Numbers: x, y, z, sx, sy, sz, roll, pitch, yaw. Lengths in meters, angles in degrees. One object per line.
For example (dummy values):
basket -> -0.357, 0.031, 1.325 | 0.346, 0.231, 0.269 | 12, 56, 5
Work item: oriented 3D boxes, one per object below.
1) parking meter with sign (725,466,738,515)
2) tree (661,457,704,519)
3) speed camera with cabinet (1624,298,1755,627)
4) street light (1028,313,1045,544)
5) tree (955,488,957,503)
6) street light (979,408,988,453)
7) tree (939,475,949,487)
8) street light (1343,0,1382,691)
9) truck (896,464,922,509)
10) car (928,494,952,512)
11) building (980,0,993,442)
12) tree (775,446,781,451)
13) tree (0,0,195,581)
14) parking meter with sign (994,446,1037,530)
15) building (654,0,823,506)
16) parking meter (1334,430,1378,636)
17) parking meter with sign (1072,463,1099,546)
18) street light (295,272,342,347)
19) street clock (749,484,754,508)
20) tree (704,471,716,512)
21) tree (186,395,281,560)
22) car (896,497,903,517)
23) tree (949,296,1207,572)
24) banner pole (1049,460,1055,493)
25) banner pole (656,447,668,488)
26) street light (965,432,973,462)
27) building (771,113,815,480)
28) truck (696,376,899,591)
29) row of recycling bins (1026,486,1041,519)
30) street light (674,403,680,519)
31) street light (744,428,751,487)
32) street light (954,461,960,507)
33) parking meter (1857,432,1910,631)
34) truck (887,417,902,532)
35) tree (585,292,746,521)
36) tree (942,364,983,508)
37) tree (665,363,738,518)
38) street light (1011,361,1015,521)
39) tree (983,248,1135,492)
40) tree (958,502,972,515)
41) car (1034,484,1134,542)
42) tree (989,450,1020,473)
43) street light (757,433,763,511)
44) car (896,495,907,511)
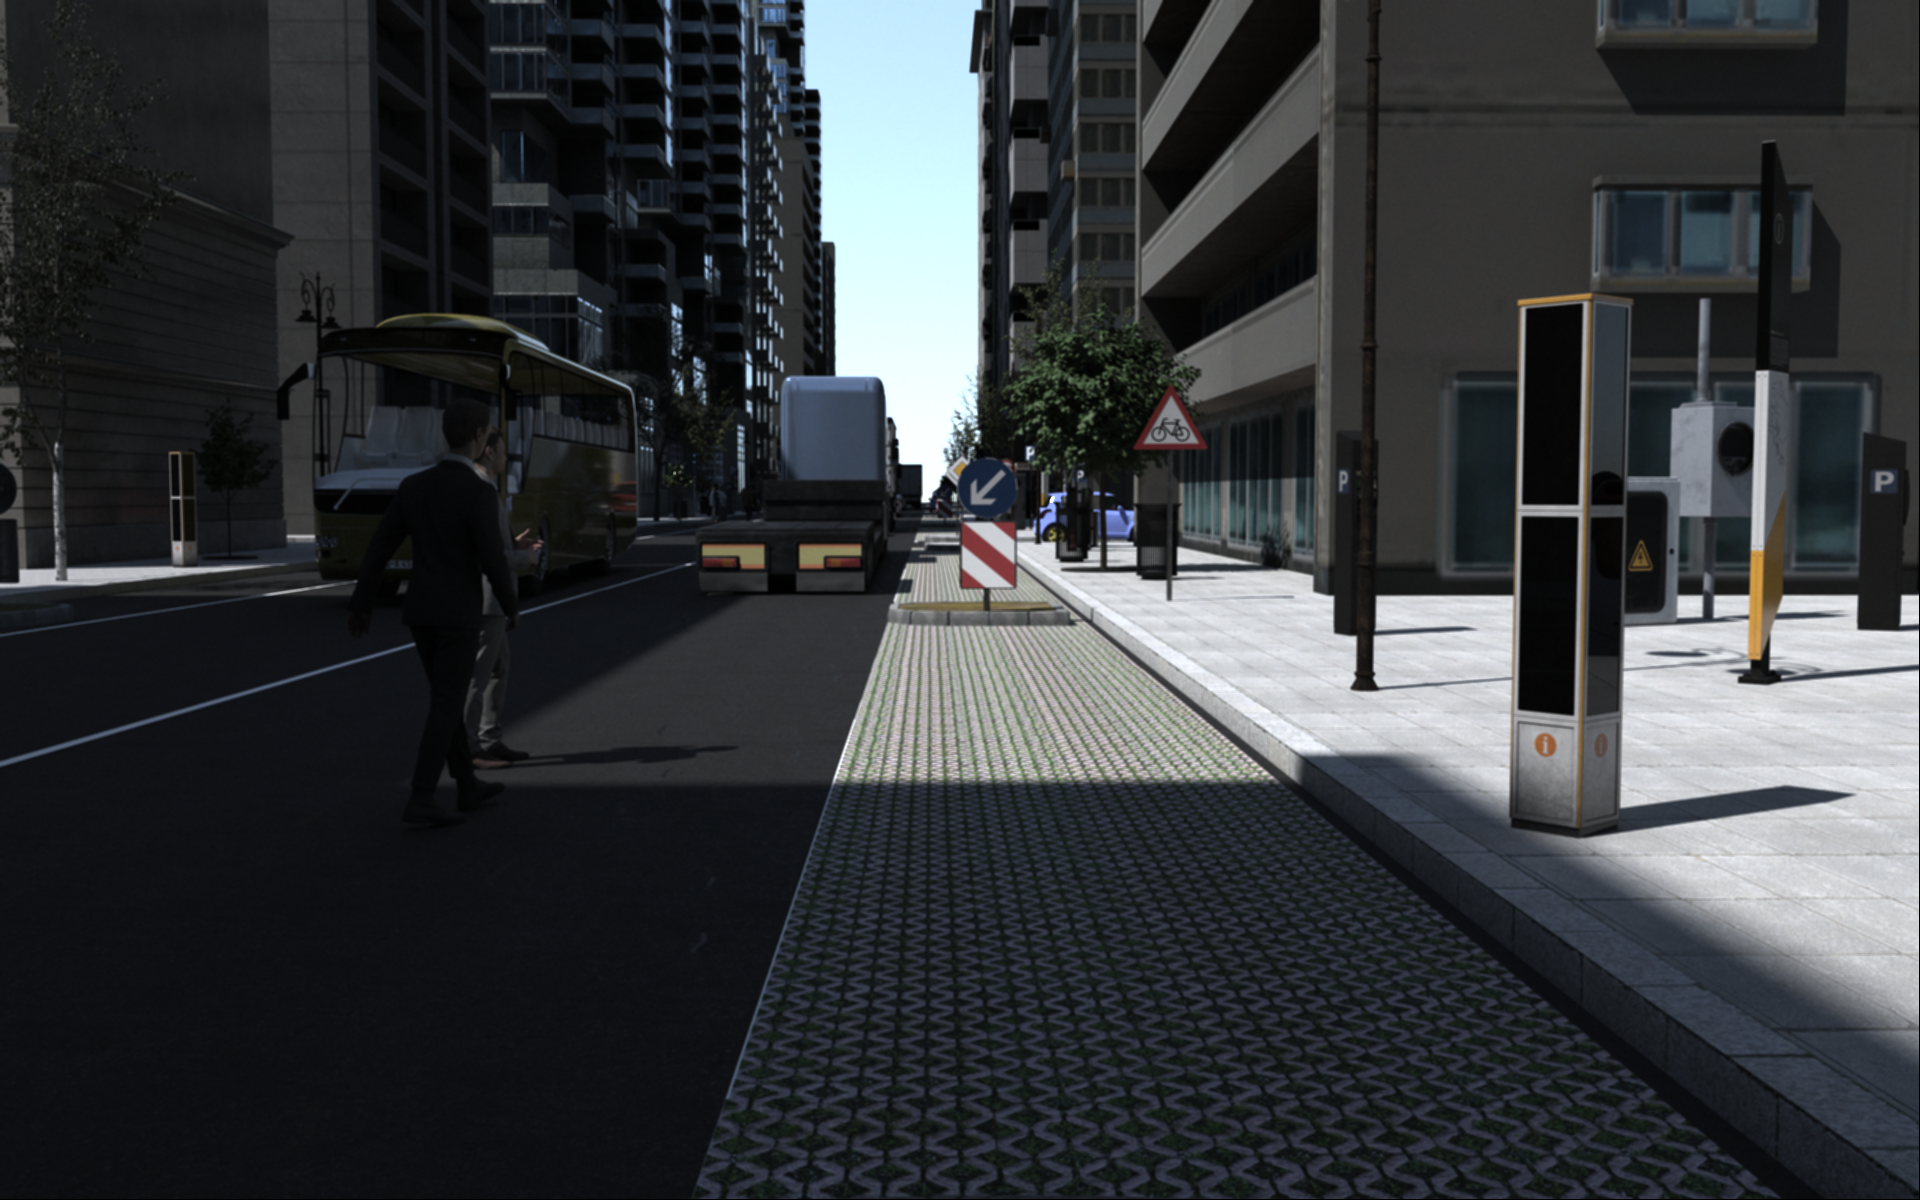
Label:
parking meter with sign -> -14.370, -6.843, 108.142 | 0.543, 3.016, 1.738 | 1, 4, 8
tree -> -14.575, -5.849, 90.233 | 1.663, 3.219, 1.824 | 0, 3, 0
speed camera with cabinet -> 6.989, -1.397, 17.173 | 2.038, 3.252, 0.660 | -2, 4, -24
street light -> 2.004, -4.374, 44.297 | 0.468, 5.910, 1.993 | 0, 4, -1
tree -> -0.484, -16.139, 258.478 | 1.663, 3.219, 1.824 | 0, 3, 0
street light -> 1.251, -7.364, 93.193 | 0.468, 5.910, 1.993 | 0, 4, -1
tree -> -1.269, -16.324, 250.606 | 4.285, 4.588, 4.351 | 0, 3, 0
street light -> 2.651, -2.348, 11.171 | 0.468, 5.910, 1.993 | 0, 4, -1
truck -> -5.013, -11.016, 169.018 | 2.839, 4.237, 11.283 | 0, 4, -2
car -> -1.572, -7.853, 137.990 | 1.945, 1.707, 3.694 | 0, 4, -1
building -> 11.248, -49.669, 250.344 | 20.563, 71.187, 20.611 | 0, 4, -1
tree -> -16.844, -18.013, 204.882 | 12.009, 13.543, 11.850 | 0, 3, 0
tree -> -13.531, -4.584, 25.314 | 4.360, 8.622, 3.978 | 0, 3, 0
parking meter with sign -> 1.957, -4.022, 62.019 | 1.738, 3.016, 0.543 | -3, 5, -42
building -> -29.772, -57.259, 248.850 | 22.319, 86.520, 31.000 | 0, 4, -1
parking meter -> 3.606, -0.615, 15.767 | 0.255, 1.863, 0.399 | -1, 4, -15
parking meter with sign -> 2.987, -2.787, 41.832 | 0.543, 3.016, 1.738 | 1, 4, 16
street light -> -13.345, -3.877, 36.178 | 0.468, 5.910, 1.993 | 0, 4, -1
street clock -> -14.781, -7.228, 122.753 | 0.358, 2.002, 0.471 | -2, 4, -33
tree -> -18.482, -7.877, 123.385 | 1.663, 3.219, 1.824 | 0, 3, 0
tree -> -14.383, -2.411, 34.023 | 1.663, 3.219, 1.824 | 0, 3, 0
car -> -4.583, -5.829, 107.658 | 2.083, 1.381, 4.827 | 0, 4, 0
tree -> 2.380, -2.768, 28.977 | 4.285, 4.588, 4.351 | 0, 3, 0
banner pole -> 5.074, -6.601, 97.944 | 0.863, 3.779, 0.401 | 1, 4, 14
banner pole -> -15.819, -6.220, 91.711 | 0.863, 3.779, 0.401 | -3, 5, -43
street light -> 0.828, -9.387, 126.262 | 0.468, 5.910, 1.993 | 0, 4, -1
building -> -30.178, -36.700, 223.748 | 21.300, 48.544, 21.600 | 0, 4, -1
truck -> -2.755, -2.690, 33.748 | 2.967, 4.110, 18.799 | 0, 4, -1
row of recycling bins -> 2.848, -5.070, 90.004 | 3.534, 1.692, 1.069 | 1, 4, 18
street light -> -14.258, -7.007, 87.349 | 0.468, 5.910, 1.993 | 0, 4, -1
street light -> -14.896, -9.069, 121.071 | 0.468, 5.910, 1.993 | 0, 4, -1
street light -> -0.068, -12.118, 170.910 | 0.468, 5.910, 1.993 | 0, 4, -1
parking meter -> 8.705, -0.648, 16.311 | 0.399, 1.863, 0.255 | 2, 4, 29
truck -> -3.784, -4.868, 68.508 | 2.839, 4.237, 11.283 | 0, 4, -1
tree -> -14.240, -8.946, 80.684 | 8.767, 10.594, 7.601 | 0, 4, -7
tree -> 1.624, -8.975, 97.103 | 4.737, 8.622, 4.395 | 0, 3, 0
tree -> -14.271, -8.810, 94.408 | 4.737, 8.622, 4.395 | 0, 3, 0
street light -> 1.831, -5.342, 60.126 | 0.468, 5.910, 1.993 | 0, 4, -1
tree -> 3.452, -6.271, 52.901 | 4.737, 8.622, 4.395 | 0, 3, 0
tree -> 1.067, -6.872, 106.953 | 1.663, 3.219, 1.824 | 0, 3, 0
car -> 3.900, -2.363, 48.221 | 3.694, 1.707, 1.945 | 0, 4, -1
tree -> 1.927, -4.973, 75.910 | 1.663, 3.219, 1.824 | 0, 3, 0
street light -> -14.909, -9.564, 129.157 | 0.468, 5.910, 1.993 | 0, 4, -1
car -> -5.641, -8.452, 150.558 | 2.083, 1.381, 4.827 | 0, 4, 1
